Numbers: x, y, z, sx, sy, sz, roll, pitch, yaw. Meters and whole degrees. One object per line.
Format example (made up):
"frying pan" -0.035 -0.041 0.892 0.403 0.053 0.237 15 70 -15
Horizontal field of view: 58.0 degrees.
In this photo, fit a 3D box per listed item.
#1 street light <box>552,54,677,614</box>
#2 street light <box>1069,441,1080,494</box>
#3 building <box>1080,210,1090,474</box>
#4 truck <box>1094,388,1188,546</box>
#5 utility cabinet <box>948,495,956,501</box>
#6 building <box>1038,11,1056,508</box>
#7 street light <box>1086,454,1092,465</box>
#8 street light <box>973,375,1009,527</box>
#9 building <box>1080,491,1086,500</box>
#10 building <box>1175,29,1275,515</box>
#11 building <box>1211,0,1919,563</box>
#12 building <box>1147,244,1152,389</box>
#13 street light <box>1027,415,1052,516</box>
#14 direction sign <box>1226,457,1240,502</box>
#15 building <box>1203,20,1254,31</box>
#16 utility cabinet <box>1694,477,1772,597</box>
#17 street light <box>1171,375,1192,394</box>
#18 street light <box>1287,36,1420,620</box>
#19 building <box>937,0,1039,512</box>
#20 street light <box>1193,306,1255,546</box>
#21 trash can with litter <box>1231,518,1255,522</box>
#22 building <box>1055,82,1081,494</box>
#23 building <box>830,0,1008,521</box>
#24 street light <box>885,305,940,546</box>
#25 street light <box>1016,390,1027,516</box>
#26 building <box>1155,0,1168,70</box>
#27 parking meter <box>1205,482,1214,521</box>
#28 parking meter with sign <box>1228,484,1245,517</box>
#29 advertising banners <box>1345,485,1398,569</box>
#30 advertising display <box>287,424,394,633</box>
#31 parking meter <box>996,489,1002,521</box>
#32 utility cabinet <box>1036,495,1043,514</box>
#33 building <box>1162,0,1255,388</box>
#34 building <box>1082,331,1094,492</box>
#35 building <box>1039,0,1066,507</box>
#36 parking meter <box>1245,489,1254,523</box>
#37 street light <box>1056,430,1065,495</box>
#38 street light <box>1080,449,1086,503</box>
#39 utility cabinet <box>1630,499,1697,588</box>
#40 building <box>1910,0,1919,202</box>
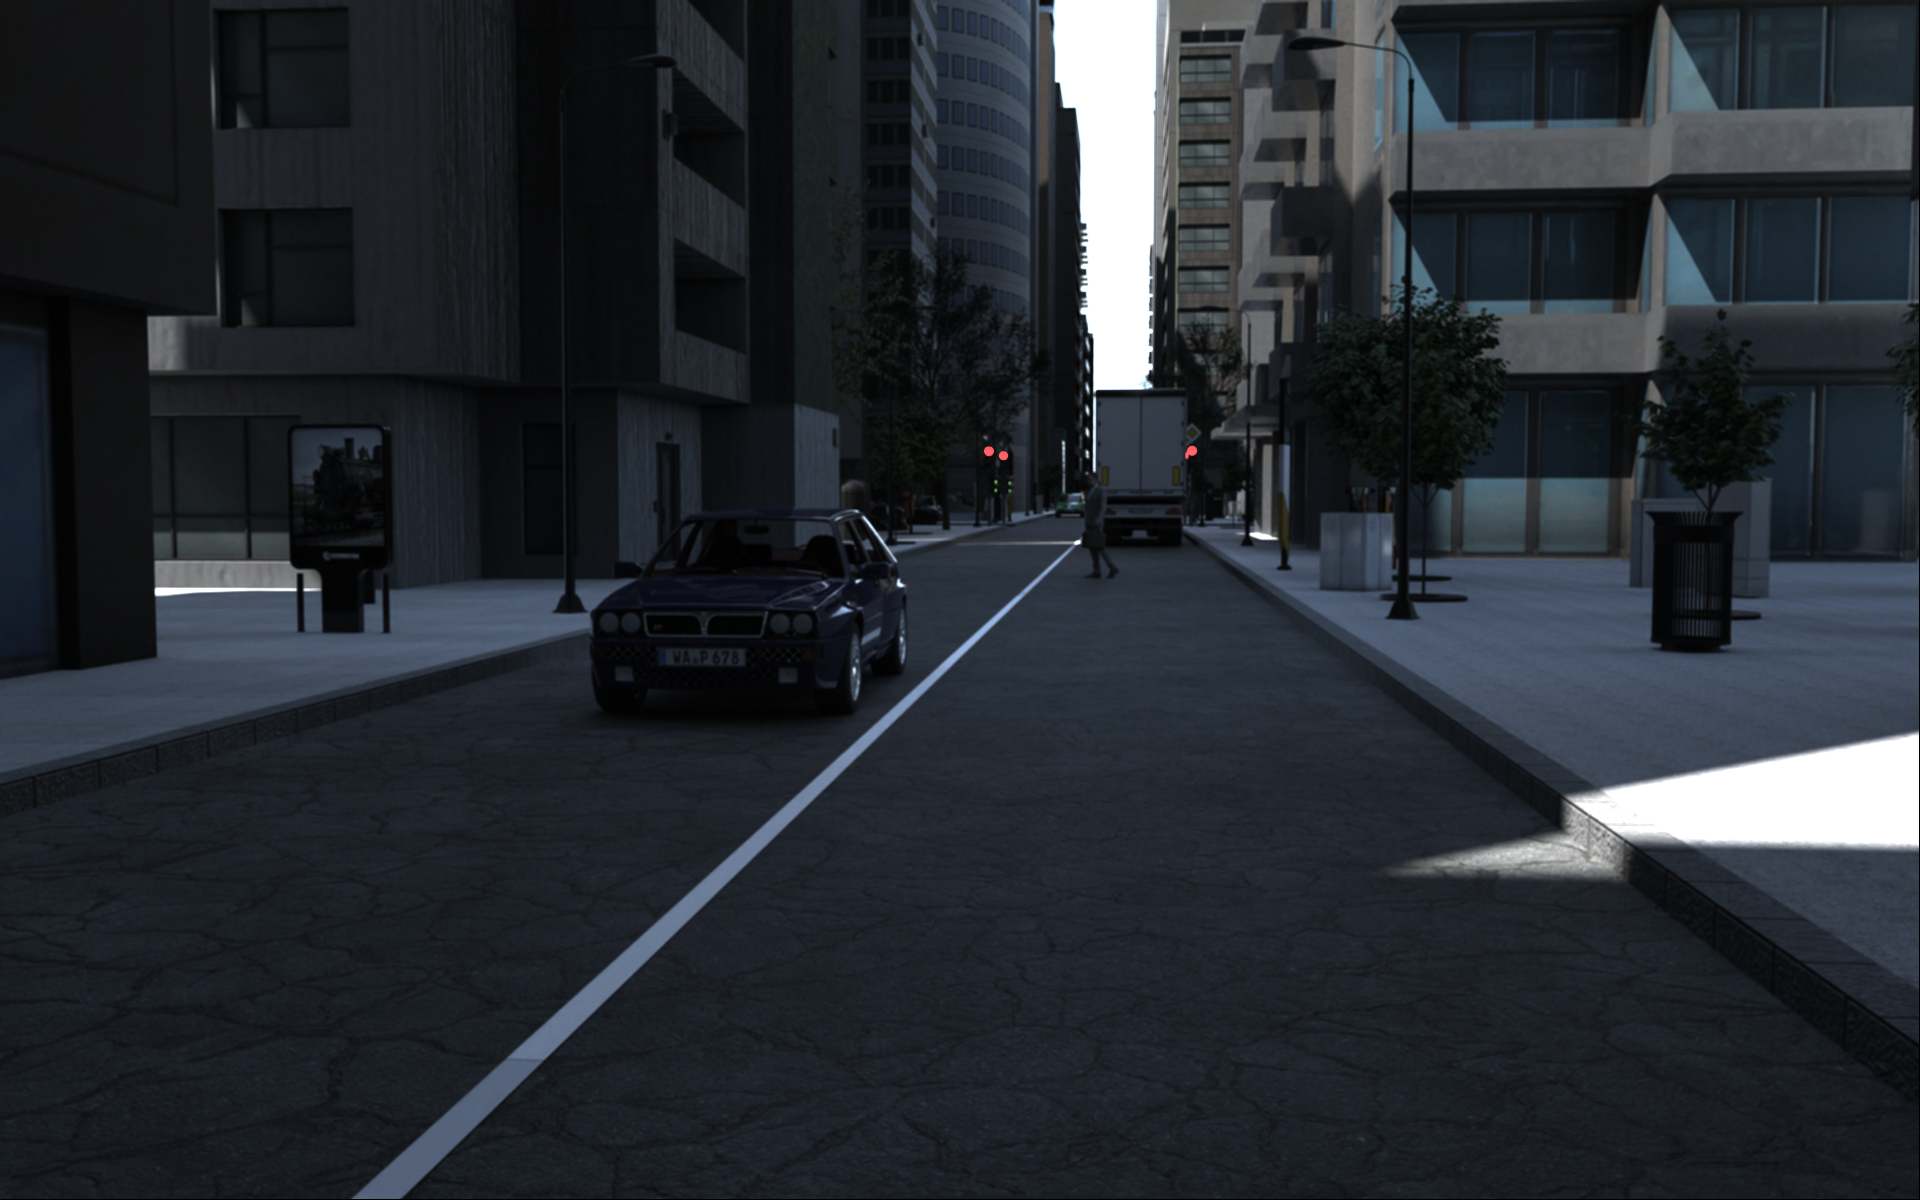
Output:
"street light" -3.684 -2.812 18.517 1.470 5.913 1.316 0 4 6
"street light" 9.616 -11.044 153.115 1.470 5.913 1.316 0 4 6
"building" 9.274 -40.159 276.203 23.786 49.044 30.456 0 4 6
"truck" 5.366 -3.835 51.616 2.839 4.237 11.283 0 4 6
"utility cabinet" -0.729 -6.184 112.269 1.020 1.237 0.306 -1 4 -12
"building" 1.577 -31.185 159.986 14.600 45.320 14.200 0 4 6
"street light" 14.374 -14.059 202.406 1.470 5.913 1.316 0 4 6
"street light" 1.217 -5.800 67.377 1.470 5.913 1.316 0 4 6
"building" 1.982 -34.098 249.380 32.217 40.220 23.993 0 4 6
"building" 20.900 -20.780 111.462 14.160 30.474 14.107 0 4 6
"building" 19.082 -26.014 44.930 23.786 49.044 30.456 0 4 6
"building" 42.874 -39.086 293.683 22.147 44.769 28.867 0 4 6
"street light" 4.488 -7.885 101.466 1.470 5.913 1.316 0 4 6
"direction sign" 16.527 -6.909 104.958 0.876 3.537 0.379 -1 4 -13
"building" 31.176 -27.242 137.291 32.217 40.220 23.993 0 4 6
"utility cabinet" 9.734 -0.803 21.809 0.318 1.500 1.173 0 4 -7
"street light" 8.919 -5.811 67.553 1.470 5.913 1.316 0 4 6
"street light" 4.021 -2.762 17.707 1.470 5.913 1.316 0 4 6
"building" -5.496 -35.708 125.827 21.231 58.520 28.212 0 4 6
"street light" 6.578 -4.296 42.788 1.470 5.913 1.316 0 4 6
"trash can with litter" 13.732 -4.279 81.024 2.233 1.210 1.678 2 4 26
"building" 3.563 -35.782 208.735 21.300 48.544 21.600 0 4 6
"building" -14.060 -24.303 89.242 32.217 40.220 23.993 0 4 6
"street light" -1.188 -4.295 42.758 1.470 5.913 1.316 0 4 6
"street light" 2.091 -6.385 76.928 1.470 5.913 1.316 0 4 6
"building" 31.511 -39.452 187.042 21.231 58.520 28.212 0 4 6
"parking meter" 11.942 -4.717 82.834 0.399 1.863 0.255 0 4 -5
"parking meter with sign" 15.676 -6.078 95.637 1.738 3.016 0.543 2 4 31
"advertising banners" 7.243 -2.031 29.390 2.074 3.025 0.090 -3 4 -38
"advertising display" -5.719 -0.660 16.005 0.974 1.923 0.123 1 4 9
"parking meter" 1.798 -4.504 82.053 0.372 1.533 0.369 0 3 0
"utility cabinet" 5.115 -6.151 111.733 0.306 1.237 1.020 1 4 13
"building" 29.932 -32.950 162.441 21.300 48.544 21.600 0 4 6
"building" 15.969 -32.246 298.923 14.160 30.474 14.107 0 4 6
"building" 0.290 -53.141 181.519 22.319 86.520 31.000 0 4 6
"parking meter" 12.752 -4.154 76.324 0.372 1.533 0.369 0 3 0
"street light" 6.915 -9.417 126.503 1.470 5.913 1.316 0 4 6
"street light" 11.917 -12.543 177.625 1.470 5.913 1.316 0 4 6
"utility cabinet" 9.766 -0.776 23.843 1.020 1.237 0.306 -1 4 -9
"building" 40.879 -22.735 55.310 14.086 41.232 14.154 0 4 6
